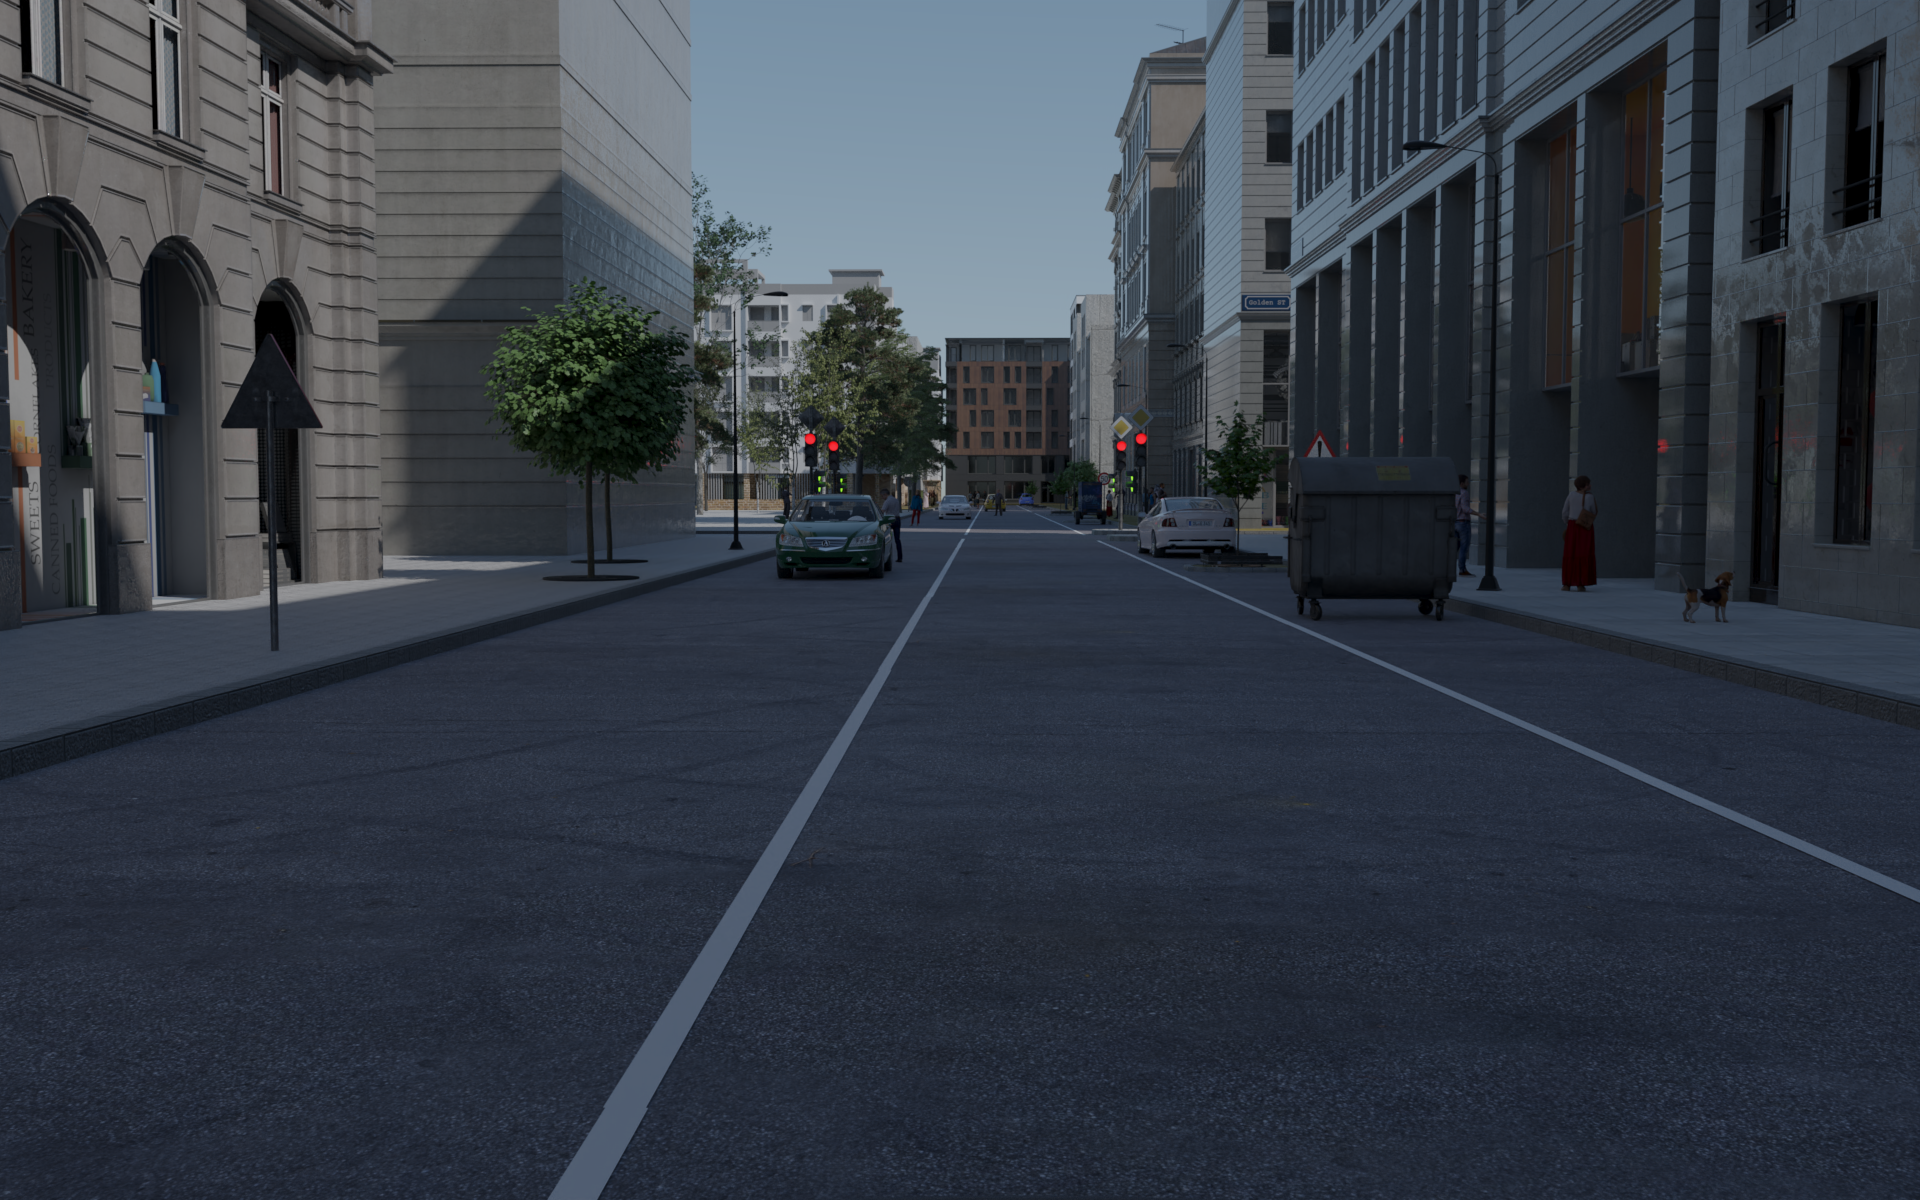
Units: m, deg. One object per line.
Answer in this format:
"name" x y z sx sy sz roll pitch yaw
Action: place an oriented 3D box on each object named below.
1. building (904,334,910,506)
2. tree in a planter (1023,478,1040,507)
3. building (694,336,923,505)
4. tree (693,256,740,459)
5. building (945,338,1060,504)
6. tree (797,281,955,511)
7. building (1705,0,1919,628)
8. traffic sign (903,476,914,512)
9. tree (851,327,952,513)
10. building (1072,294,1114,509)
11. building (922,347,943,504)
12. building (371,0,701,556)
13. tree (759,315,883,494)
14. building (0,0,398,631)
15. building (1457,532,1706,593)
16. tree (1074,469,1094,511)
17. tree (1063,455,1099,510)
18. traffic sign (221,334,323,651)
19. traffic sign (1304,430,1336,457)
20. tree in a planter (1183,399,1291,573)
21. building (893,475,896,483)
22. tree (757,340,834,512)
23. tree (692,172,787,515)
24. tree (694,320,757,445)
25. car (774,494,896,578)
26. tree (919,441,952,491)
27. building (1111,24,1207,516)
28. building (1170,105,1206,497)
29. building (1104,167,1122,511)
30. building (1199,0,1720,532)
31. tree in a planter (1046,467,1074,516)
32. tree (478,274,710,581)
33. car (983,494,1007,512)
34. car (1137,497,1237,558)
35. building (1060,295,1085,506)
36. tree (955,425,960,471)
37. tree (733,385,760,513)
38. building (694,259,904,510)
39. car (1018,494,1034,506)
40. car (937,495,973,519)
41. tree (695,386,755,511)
"building" -13.330 -20.067 184.521 16.016 20.091 11.380 0 4 1
"tree in a planter" 7.986 -11.865 191.209 1.991 3.239 1.994 0 4 1
"building" -20.378 -20.567 202.722 31.486 18.905 16.747 0 4 1
"tree" -11.798 -8.755 65.200 6.751 12.117 7.091 0 3 0
"building" 14.504 -24.014 236.603 32.646 21.610 27.936 0 4 1
"tree" -5.166 -10.207 88.941 6.751 12.117 7.091 0 3 0
"building" 14.264 -9.638 12.341 10.420 20.320 16.860 0 4 1
"traffic sign" -3.667 -7.555 123.632 0.768 2.556 0.104 0 4 4
"tree" -4.321 -12.247 118.372 7.486 12.596 7.792 0 3 0
"building" 19.646 -18.063 161.780 16.747 18.905 31.486 0 4 1
"building" -8.113 -22.841 229.862 11.380 20.091 16.016 0 4 1
"building" -29.455 -16.324 43.320 44.131 29.872 17.030 0 4 1
"tree" -5.499 -7.465 72.408 4.737 8.622 4.395 0 3 0
"building" -14.849 -10.551 14.317 13.314 21.916 24.055 0 4 1
"building" 14.931 -15.815 36.074 11.434 29.767 29.804 0 4 1
"tree" 9.500 -8.366 131.380 1.663 3.219 1.824 0 3 0
"tree" 10.161 -9.831 144.456 4.285 4.588 4.351 0 3 0
"traffic sign" -5.607 -0.862 14.101 0.884 2.594 0.081 1 4 9
"traffic sign" 7.300 -2.153 35.206 0.884 2.594 0.081 1 4 11
"tree in a planter" 5.237 -2.158 32.506 1.991 3.239 1.994 0 4 1
"building" -10.486 -13.555 163.766 9.099 9.664 28.070 0 4 1
"tree" -8.107 -8.029 81.641 4.360 8.622 3.978 0 3 0
"tree" -16.697 -15.206 104.512 12.611 20.169 13.585 0 3 0
"tree" -11.589 -7.473 72.546 4.360 8.622 3.978 0 3 0
"car" -2.186 -1.169 30.913 2.131 1.459 4.920 0 4 1
"tree" -3.101 -12.660 157.352 4.360 8.622 3.978 0 3 0
"building" 16.447 -19.362 102.465 13.634 28.700 20.117 0 4 1
"building" 15.901 -14.336 83.551 9.793 20.994 18.267 0 4 1
"building" 17.957 -20.603 124.243 14.401 28.519 23.554 0 4 1
"building" 25.104 -17.781 68.210 29.804 29.767 11.434 0 4 1
"tree in a planter" 6.658 -7.164 114.355 1.991 3.239 1.994 0 4 1
"tree" -5.484 -2.587 26.019 4.285 4.588 4.351 0 3 0
"car" 2.876 -8.073 142.224 2.015 1.641 3.980 0 4 0
"car" 5.243 -1.711 40.335 2.083 1.381 4.827 0 4 -1
"building" 26.131 -21.399 193.851 27.936 21.610 32.646 0 4 1
"tree" -3.521 -12.963 134.001 6.751 12.117 7.091 0 3 0
"tree" -13.497 -10.154 116.377 4.737 8.622 4.395 0 3 0
"building" -13.169 -17.577 143.802 16.016 20.091 11.380 0 4 1
"car" 8.018 -12.218 209.351 1.945 1.707 3.694 0 4 0
"car" -0.304 -5.307 99.135 2.083 1.381 4.827 0 4 -1
"tree" -18.850 -11.933 129.516 8.767 10.594 7.601 1 4 17
